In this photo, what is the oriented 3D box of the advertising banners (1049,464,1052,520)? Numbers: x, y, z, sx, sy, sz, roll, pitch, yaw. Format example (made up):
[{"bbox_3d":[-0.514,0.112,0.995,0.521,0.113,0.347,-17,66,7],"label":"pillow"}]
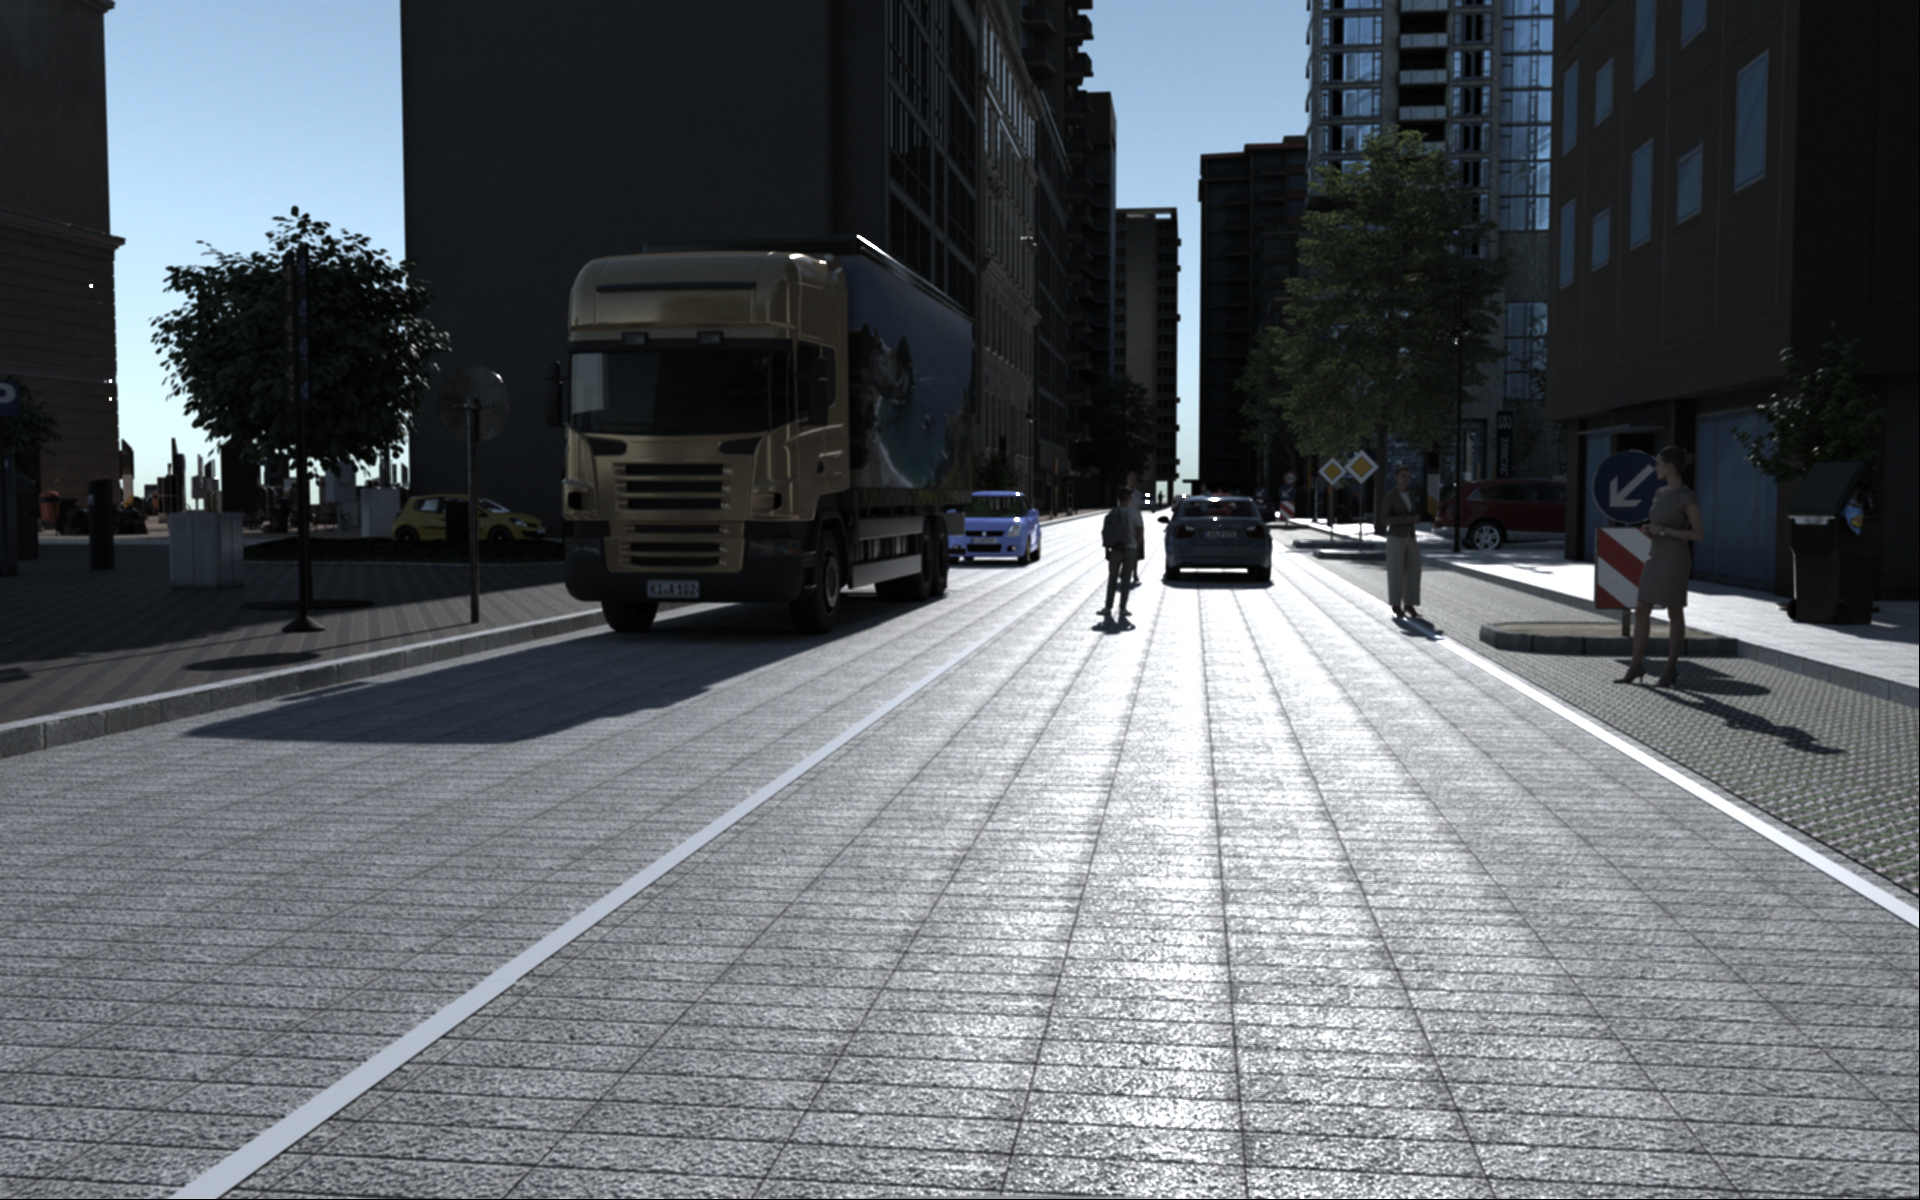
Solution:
[{"bbox_3d":[4.440,-5.436,85.060,0.090,3.025,2.074,0,4,5],"label":"advertising banners"}]

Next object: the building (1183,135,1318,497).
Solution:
[{"bbox_3d":[42.296,-34.233,214.326,28.867,44.769,22.147,0,4,8],"label":"building"}]

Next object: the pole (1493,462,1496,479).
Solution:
[{"bbox_3d":[34.292,-7.170,111.079,0.158,3.312,0.155,0,3,0],"label":"pole"}]

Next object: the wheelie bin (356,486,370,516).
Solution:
[{"bbox_3d":[-23.157,-3.619,67.084,0.693,1.594,0.980,2,4,32],"label":"wheelie bin"}]

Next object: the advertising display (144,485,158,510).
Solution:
[{"bbox_3d":[-54.800,-6.864,117.434,0.974,1.923,0.123,0,4,8],"label":"advertising display"}]

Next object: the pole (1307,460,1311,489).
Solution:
[{"bbox_3d":[20.697,-6.657,102.681,0.158,3.312,0.155,0,3,0],"label":"pole"}]

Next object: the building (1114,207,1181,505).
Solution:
[{"bbox_3d":[16.192,-32.456,222.538,23.993,40.220,32.217,0,4,8],"label":"building"}]

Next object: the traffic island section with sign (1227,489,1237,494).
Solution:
[{"bbox_3d":[27.107,-10.153,174.624,1.989,1.847,2.006,0,4,8],"label":"traffic island section with sign"}]

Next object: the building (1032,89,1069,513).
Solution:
[{"bbox_3d":[-1.073,-19.342,109.756,14.314,27.812,24.014,0,4,8],"label":"building"}]

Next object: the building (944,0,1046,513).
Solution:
[{"bbox_3d":[-3.039,-17.609,85.162,12.463,27.353,25.104,0,4,8],"label":"building"}]

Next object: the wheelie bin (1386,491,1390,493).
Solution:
[{"bbox_3d":[27.695,-6.326,111.332,0.693,1.594,0.980,1,4,22],"label":"wheelie bin"}]

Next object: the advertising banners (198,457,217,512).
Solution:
[{"bbox_3d":[-35.033,-5.165,80.629,0.090,3.025,2.074,-3,5,-43],"label":"advertising banners"}]

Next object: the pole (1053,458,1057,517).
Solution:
[{"bbox_3d":[5.428,-6.400,98.482,0.158,3.312,0.155,0,3,0],"label":"pole"}]

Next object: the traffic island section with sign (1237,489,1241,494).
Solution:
[{"bbox_3d":[16.941,-5.490,98.384,1.989,1.847,2.006,0,4,8],"label":"traffic island section with sign"}]

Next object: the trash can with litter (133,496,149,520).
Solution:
[{"bbox_3d":[-40.433,-4.516,85.217,0.624,1.170,1.055,0,4,1],"label":"trash can with litter"}]

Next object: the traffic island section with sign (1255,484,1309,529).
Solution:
[{"bbox_3d":[13.379,-3.855,71.664,1.989,1.847,2.006,0,4,8],"label":"traffic island section with sign"}]

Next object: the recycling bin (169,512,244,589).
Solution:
[{"bbox_3d":[-10.361,-0.690,23.830,0.722,1.027,0.722,0,4,4],"label":"recycling bin"}]

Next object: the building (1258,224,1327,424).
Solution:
[{"bbox_3d":[39.230,-25.371,186.509,14.160,30.474,14.107,0,4,8],"label":"building"}]

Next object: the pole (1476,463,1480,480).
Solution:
[{"bbox_3d":[34.383,-7.413,115.051,0.158,3.312,0.155,0,3,0],"label":"pole"}]

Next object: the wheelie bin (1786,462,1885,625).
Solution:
[{"bbox_3d":[8.718,-0.573,17.277,0.693,1.594,0.980,-1,4,-18],"label":"wheelie bin"}]

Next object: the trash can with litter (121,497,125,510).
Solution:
[{"bbox_3d":[-34.672,-3.627,70.691,1.055,1.170,0.624,-1,4,-19],"label":"trash can with litter"}]

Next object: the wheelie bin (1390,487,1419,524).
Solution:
[{"bbox_3d":[19.256,-4.077,74.574,0.980,1.594,0.693,-1,4,-16],"label":"wheelie bin"}]

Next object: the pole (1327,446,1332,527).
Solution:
[{"bbox_3d":[14.592,-4.552,68.266,0.158,3.312,0.155,0,3,0],"label":"pole"}]

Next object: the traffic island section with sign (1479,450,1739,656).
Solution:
[{"bbox_3d":[5.998,-0.469,16.292,1.989,1.847,2.006,0,4,8],"label":"traffic island section with sign"}]

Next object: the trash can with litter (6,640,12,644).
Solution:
[{"bbox_3d":[-9.224,-0.255,15.228,1.678,1.210,2.233,-2,4,-24],"label":"trash can with litter"}]

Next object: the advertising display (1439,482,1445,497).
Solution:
[{"bbox_3d":[26.280,-5.537,95.742,0.974,1.923,0.123,1,4,15],"label":"advertising display"}]

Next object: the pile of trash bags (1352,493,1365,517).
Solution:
[{"bbox_3d":[22.875,-5.397,97.992,1.912,1.369,3.447,-1,4,-11],"label":"pile of trash bags"}]

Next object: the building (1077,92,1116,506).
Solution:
[{"bbox_3d":[9.667,-33.059,190.625,14.200,45.320,14.600,0,4,8],"label":"building"}]

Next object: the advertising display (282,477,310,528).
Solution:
[{"bbox_3d":[-25.273,-3.716,65.970,0.974,1.923,0.123,-1,4,-9],"label":"advertising display"}]

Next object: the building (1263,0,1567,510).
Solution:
[{"bbox_3d":[35.774,-50.200,133.448,22.319,86.520,31.000,0,4,8],"label":"building"}]

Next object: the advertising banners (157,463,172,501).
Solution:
[{"bbox_3d":[-44.915,-6.219,97.873,0.090,3.025,2.074,0,4,-3],"label":"advertising banners"}]

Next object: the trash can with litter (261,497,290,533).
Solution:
[{"bbox_3d":[-22.601,-2.794,57.064,1.055,1.170,0.624,2,4,25],"label":"trash can with litter"}]

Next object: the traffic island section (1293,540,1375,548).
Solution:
[{"bbox_3d":[10.048,-1.496,46.736,2.009,0.180,2.903,0,4,8],"label":"traffic island section"}]

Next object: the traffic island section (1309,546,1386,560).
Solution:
[{"bbox_3d":[8.993,-1.012,38.821,2.009,0.180,2.903,0,4,8],"label":"traffic island section"}]

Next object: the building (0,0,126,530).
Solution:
[{"bbox_3d":[-42.367,-16.770,60.087,20.117,28.700,13.634,0,4,8],"label":"building"}]

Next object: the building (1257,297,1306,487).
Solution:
[{"bbox_3d":[42.846,-19.548,164.650,27.650,21.520,28.899,0,4,8],"label":"building"}]

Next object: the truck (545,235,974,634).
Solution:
[{"bbox_3d":[-1.912,-1.976,21.214,2.839,4.237,11.283,1,4,9],"label":"truck"}]

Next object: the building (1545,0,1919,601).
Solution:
[{"bbox_3d":[17.526,-22.945,25.263,14.600,45.320,14.200,0,4,8],"label":"building"}]

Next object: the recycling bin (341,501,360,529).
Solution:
[{"bbox_3d":[-22.850,-3.197,64.818,0.722,1.027,0.722,-1,4,-17],"label":"recycling bin"}]

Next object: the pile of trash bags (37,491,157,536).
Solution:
[{"bbox_3d":[-27.300,-2.717,54.170,1.912,1.369,3.447,1,4,19],"label":"pile of trash bags"}]

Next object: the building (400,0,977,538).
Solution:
[{"bbox_3d":[-7.661,-16.362,61.032,14.314,27.812,24.014,0,4,8],"label":"building"}]

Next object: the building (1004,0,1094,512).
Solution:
[{"bbox_3d":[-0.900,-29.579,138.233,22.147,44.769,28.867,0,4,8],"label":"building"}]

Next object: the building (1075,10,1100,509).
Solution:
[{"bbox_3d":[2.814,-44.321,162.892,20.563,71.187,20.611,0,4,8],"label":"building"}]
